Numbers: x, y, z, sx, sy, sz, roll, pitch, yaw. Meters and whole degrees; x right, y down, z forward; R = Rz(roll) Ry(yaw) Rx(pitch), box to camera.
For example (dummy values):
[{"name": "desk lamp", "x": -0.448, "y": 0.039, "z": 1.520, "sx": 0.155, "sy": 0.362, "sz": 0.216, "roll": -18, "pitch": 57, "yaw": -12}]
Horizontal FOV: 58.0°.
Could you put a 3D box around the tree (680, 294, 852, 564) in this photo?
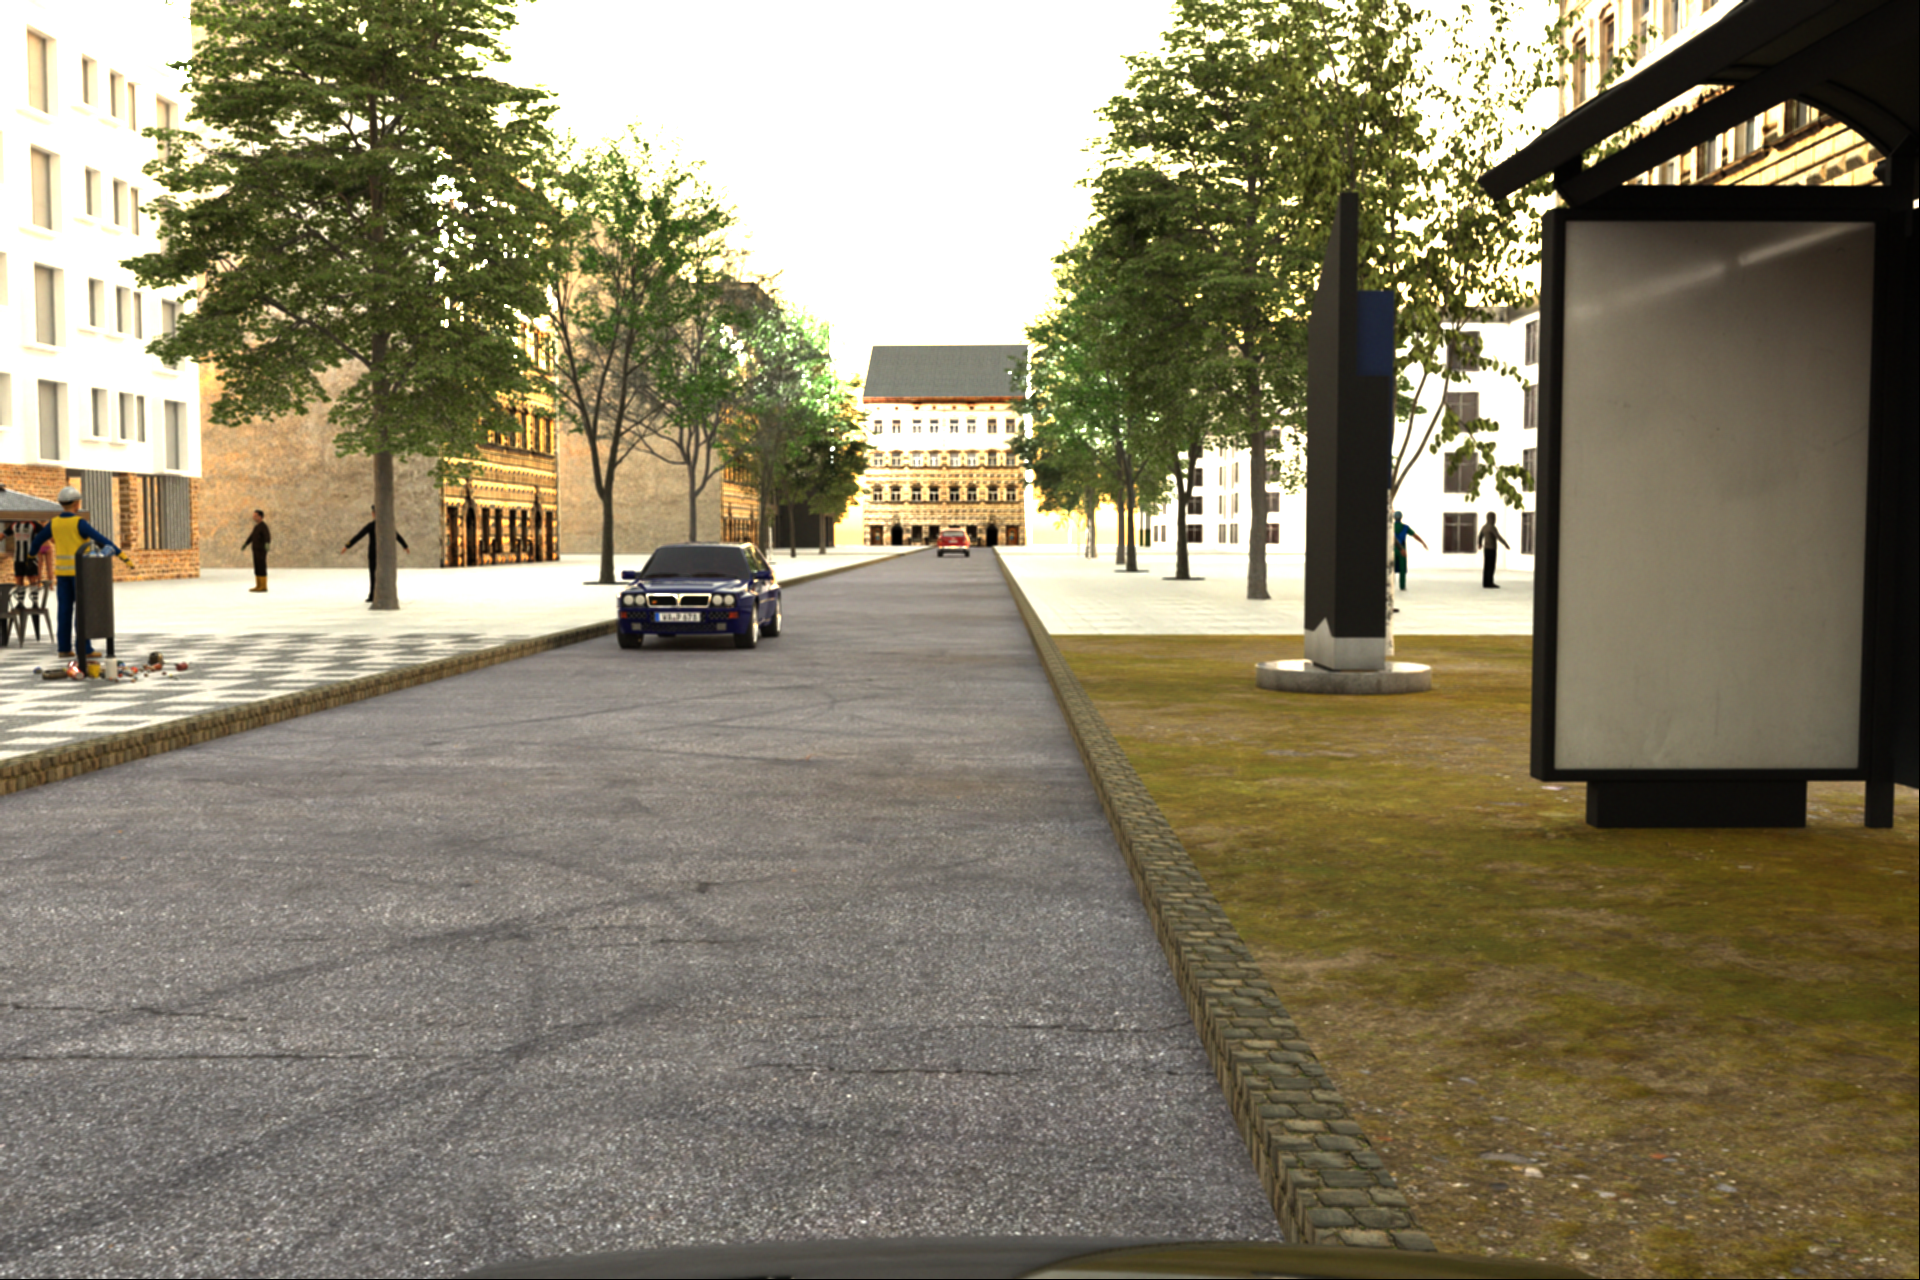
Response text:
[{"name": "tree", "x": -8.336, "y": -9.077, "z": 74.172, "sx": 9.928, "sy": 11.665, "sz": 9.643, "roll": 0, "pitch": 3, "yaw": 0}]

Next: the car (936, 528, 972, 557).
[{"name": "car", "x": -0.398, "y": -6.193, "z": 109.923, "sx": 2.281, "sy": 1.827, "sz": 5.304, "roll": 0, "pitch": 4, "yaw": 0}]

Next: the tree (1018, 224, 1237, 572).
[{"name": "tree", "x": 5.716, "y": -8.122, "z": 58.545, "sx": 9.928, "sy": 11.665, "sz": 9.643, "roll": 0, "pitch": 3, "yaw": 0}]

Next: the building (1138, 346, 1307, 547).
[{"name": "building", "x": 27.166, "y": -18.542, "z": 169.618, "sx": 16.747, "sy": 18.905, "sz": 31.486, "roll": 0, "pitch": 4, "yaw": 1}]

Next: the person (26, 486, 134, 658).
[{"name": "person", "x": -9.177, "y": -0.707, "z": 18.026, "sx": 1.216, "sy": 1.772, "sz": 0.721, "roll": 1, "pitch": 4, "yaw": 10}]

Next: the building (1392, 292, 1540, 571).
[{"name": "building", "x": 20.849, "y": -7.441, "z": 63.816, "sx": 9.099, "sy": 9.664, "sz": 28.070, "roll": 0, "pitch": 4, "yaw": 1}]

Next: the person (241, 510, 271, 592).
[{"name": "person", "x": -15.604, "y": -1.980, "z": 38.513, "sx": 0.704, "sy": 1.812, "sz": 1.346, "roll": -3, "pitch": 5, "yaw": -45}]

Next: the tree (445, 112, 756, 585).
[{"name": "tree", "x": -9.055, "y": -7.221, "z": 43.811, "sx": 9.928, "sy": 11.665, "sz": 9.643, "roll": 0, "pitch": 3, "yaw": 0}]

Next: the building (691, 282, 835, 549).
[{"name": "building", "x": -26.796, "y": -19.142, "z": 156.943, "sx": 27.936, "sy": 21.610, "sz": 32.646, "roll": 0, "pitch": 4, "yaw": 1}]

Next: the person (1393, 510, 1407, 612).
[{"name": "person", "x": 6.992, "y": -1.349, "z": 28.327, "sx": 0.705, "sy": 1.796, "sz": 1.348, "roll": 2, "pitch": 4, "yaw": 32}]

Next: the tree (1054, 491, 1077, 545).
[{"name": "tree", "x": 12.388, "y": -15.222, "z": 199.236, "sx": 4.737, "sy": 8.622, "sz": 4.395, "roll": 0, "pitch": 3, "yaw": 0}]

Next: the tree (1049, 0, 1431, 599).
[{"name": "tree", "x": 5.478, "y": -7.077, "z": 33.836, "sx": 7.486, "sy": 12.596, "sz": 7.792, "roll": 0, "pitch": 3, "yaw": 0}]

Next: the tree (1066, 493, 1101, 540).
[{"name": "tree", "x": 14.003, "y": -14.927, "z": 194.412, "sx": 4.737, "sy": 8.622, "sz": 4.395, "roll": 0, "pitch": 3, "yaw": 0}]

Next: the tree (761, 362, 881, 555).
[{"name": "tree", "x": -8.746, "y": -11.645, "z": 108.522, "sx": 7.486, "sy": 12.596, "sz": 7.792, "roll": 0, "pitch": 3, "yaw": 0}]

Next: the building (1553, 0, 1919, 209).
[{"name": "building", "x": 25.070, "y": -12.630, "z": 37.435, "sx": 19.493, "sy": 23.208, "sz": 18.063, "roll": 0, "pitch": 4, "yaw": 1}]

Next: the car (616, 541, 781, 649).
[{"name": "car", "x": -3.395, "y": -0.631, "z": 22.902, "sx": 1.945, "sy": 1.354, "sz": 3.894, "roll": 0, "pitch": 4, "yaw": 1}]

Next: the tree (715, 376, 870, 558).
[{"name": "tree", "x": -9.143, "y": -9.815, "z": 94.886, "sx": 8.767, "sy": 10.594, "sz": 7.601, "roll": 0, "pitch": 4, "yaw": -8}]

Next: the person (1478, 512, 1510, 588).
[{"name": "person", "x": 12.660, "y": -2.149, "z": 41.264, "sx": 0.705, "sy": 1.813, "sz": 1.348, "roll": -1, "pitch": 4, "yaw": -13}]

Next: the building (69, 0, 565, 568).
[{"name": "building", "x": -28.468, "y": -14.811, "z": 73.097, "sx": 19.493, "sy": 23.208, "sz": 18.063, "roll": 0, "pitch": 4, "yaw": 1}]

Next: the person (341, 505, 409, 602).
[{"name": "person", "x": -11.017, "y": -1.641, "z": 32.762, "sx": 1.347, "sy": 1.837, "sz": 0.705, "roll": -3, "pitch": 5, "yaw": -44}]

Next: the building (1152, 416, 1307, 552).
[{"name": "building", "x": 20.938, "y": -11.910, "z": 136.871, "sx": 9.099, "sy": 9.664, "sz": 28.070, "roll": 0, "pitch": 4, "yaw": 1}]

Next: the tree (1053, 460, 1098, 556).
[{"name": "tree", "x": 6.938, "y": -9.346, "z": 103.169, "sx": 4.737, "sy": 8.622, "sz": 4.395, "roll": 0, "pitch": 3, "yaw": 0}]

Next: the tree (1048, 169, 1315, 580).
[{"name": "tree", "x": 6.325, "y": -7.511, "z": 48.560, "sx": 9.928, "sy": 11.665, "sz": 9.643, "roll": 0, "pitch": 3, "yaw": 0}]

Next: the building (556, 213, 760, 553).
[{"name": "building", "x": -25.161, "y": -18.062, "z": 126.237, "sx": 19.493, "sy": 23.208, "sz": 18.063, "roll": 0, "pitch": 4, "yaw": 1}]

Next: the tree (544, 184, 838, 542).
[{"name": "tree", "x": -9.207, "y": -9.147, "z": 59.931, "sx": 12.009, "sy": 13.543, "sz": 11.850, "roll": 0, "pitch": 3, "yaw": 0}]

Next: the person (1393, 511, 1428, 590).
[{"name": "person", "x": 9.975, "y": -2.040, "z": 39.482, "sx": 1.347, "sy": 1.817, "sz": 0.704, "roll": 1, "pitch": 4, "yaw": 15}]

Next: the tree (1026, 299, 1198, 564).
[{"name": "tree", "x": 6.563, "y": -9.497, "z": 73.395, "sx": 7.486, "sy": 12.596, "sz": 7.792, "roll": 0, "pitch": 3, "yaw": 0}]

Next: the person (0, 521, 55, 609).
[{"name": "person", "x": -15.450, "y": -1.374, "z": 28.615, "sx": 1.345, "sy": 1.843, "sz": 0.704, "roll": 0, "pitch": 4, "yaw": -4}]

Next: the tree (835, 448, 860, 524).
[{"name": "tree", "x": -16.580, "y": -17.839, "z": 198.316, "sx": 9.857, "sy": 13.997, "sz": 8.962, "roll": 0, "pitch": 3, "yaw": 0}]

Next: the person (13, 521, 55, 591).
[{"name": "person", "x": -20.845, "y": -1.994, "z": 39.406, "sx": 1.217, "sy": 1.733, "sz": 0.721, "roll": -2, "pitch": 4, "yaw": -28}]

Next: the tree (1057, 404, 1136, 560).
[{"name": "tree", "x": 6.119, "y": -8.220, "z": 84.766, "sx": 4.360, "sy": 8.622, "sz": 3.978, "roll": 0, "pitch": 3, "yaw": 0}]

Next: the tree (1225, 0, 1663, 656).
[{"name": "tree", "x": 4.611, "y": -4.126, "z": 17.821, "sx": 4.737, "sy": 8.622, "sz": 4.395, "roll": 0, "pitch": 3, "yaw": 0}]

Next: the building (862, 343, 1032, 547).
[{"name": "building", "x": -1.083, "y": -22.378, "z": 199.272, "sx": 18.063, "sy": 23.208, "sz": 19.493, "roll": 0, "pitch": 4, "yaw": 4}]

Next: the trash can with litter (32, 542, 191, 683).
[{"name": "trash can with litter", "x": -7.693, "y": -0.303, "z": 16.019, "sx": 1.678, "sy": 1.210, "sz": 2.233, "roll": 0, "pitch": 4, "yaw": 1}]

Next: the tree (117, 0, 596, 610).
[{"name": "tree", "x": -10.004, "y": -6.805, "z": 29.390, "sx": 7.486, "sy": 12.596, "sz": 7.792, "roll": 0, "pitch": 3, "yaw": 0}]

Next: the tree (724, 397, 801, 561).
[{"name": "tree", "x": -8.973, "y": -8.168, "z": 83.913, "sx": 4.360, "sy": 8.622, "sz": 3.978, "roll": 0, "pitch": 3, "yaw": 0}]

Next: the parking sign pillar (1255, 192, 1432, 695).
[{"name": "parking sign pillar", "x": 3.208, "y": -1.586, "z": 14.401, "sx": 1.447, "sy": 3.967, "sz": 1.447, "roll": 0, "pitch": 4, "yaw": 1}]

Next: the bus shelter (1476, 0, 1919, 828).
[{"name": "bus shelter", "x": 3.350, "y": -0.679, "z": 5.020, "sx": 2.014, "sy": 3.302, "sz": 5.546, "roll": 0, "pitch": 4, "yaw": -1}]

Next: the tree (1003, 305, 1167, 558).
[{"name": "tree", "x": 6.950, "y": -11.371, "z": 92.567, "sx": 9.857, "sy": 13.997, "sz": 8.962, "roll": 0, "pitch": 3, "yaw": 0}]

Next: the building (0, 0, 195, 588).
[{"name": "building", "x": -27.421, "y": -11.076, "z": 37.511, "sx": 16.016, "sy": 20.090, "sz": 11.380, "roll": 0, "pitch": 4, "yaw": 0}]
